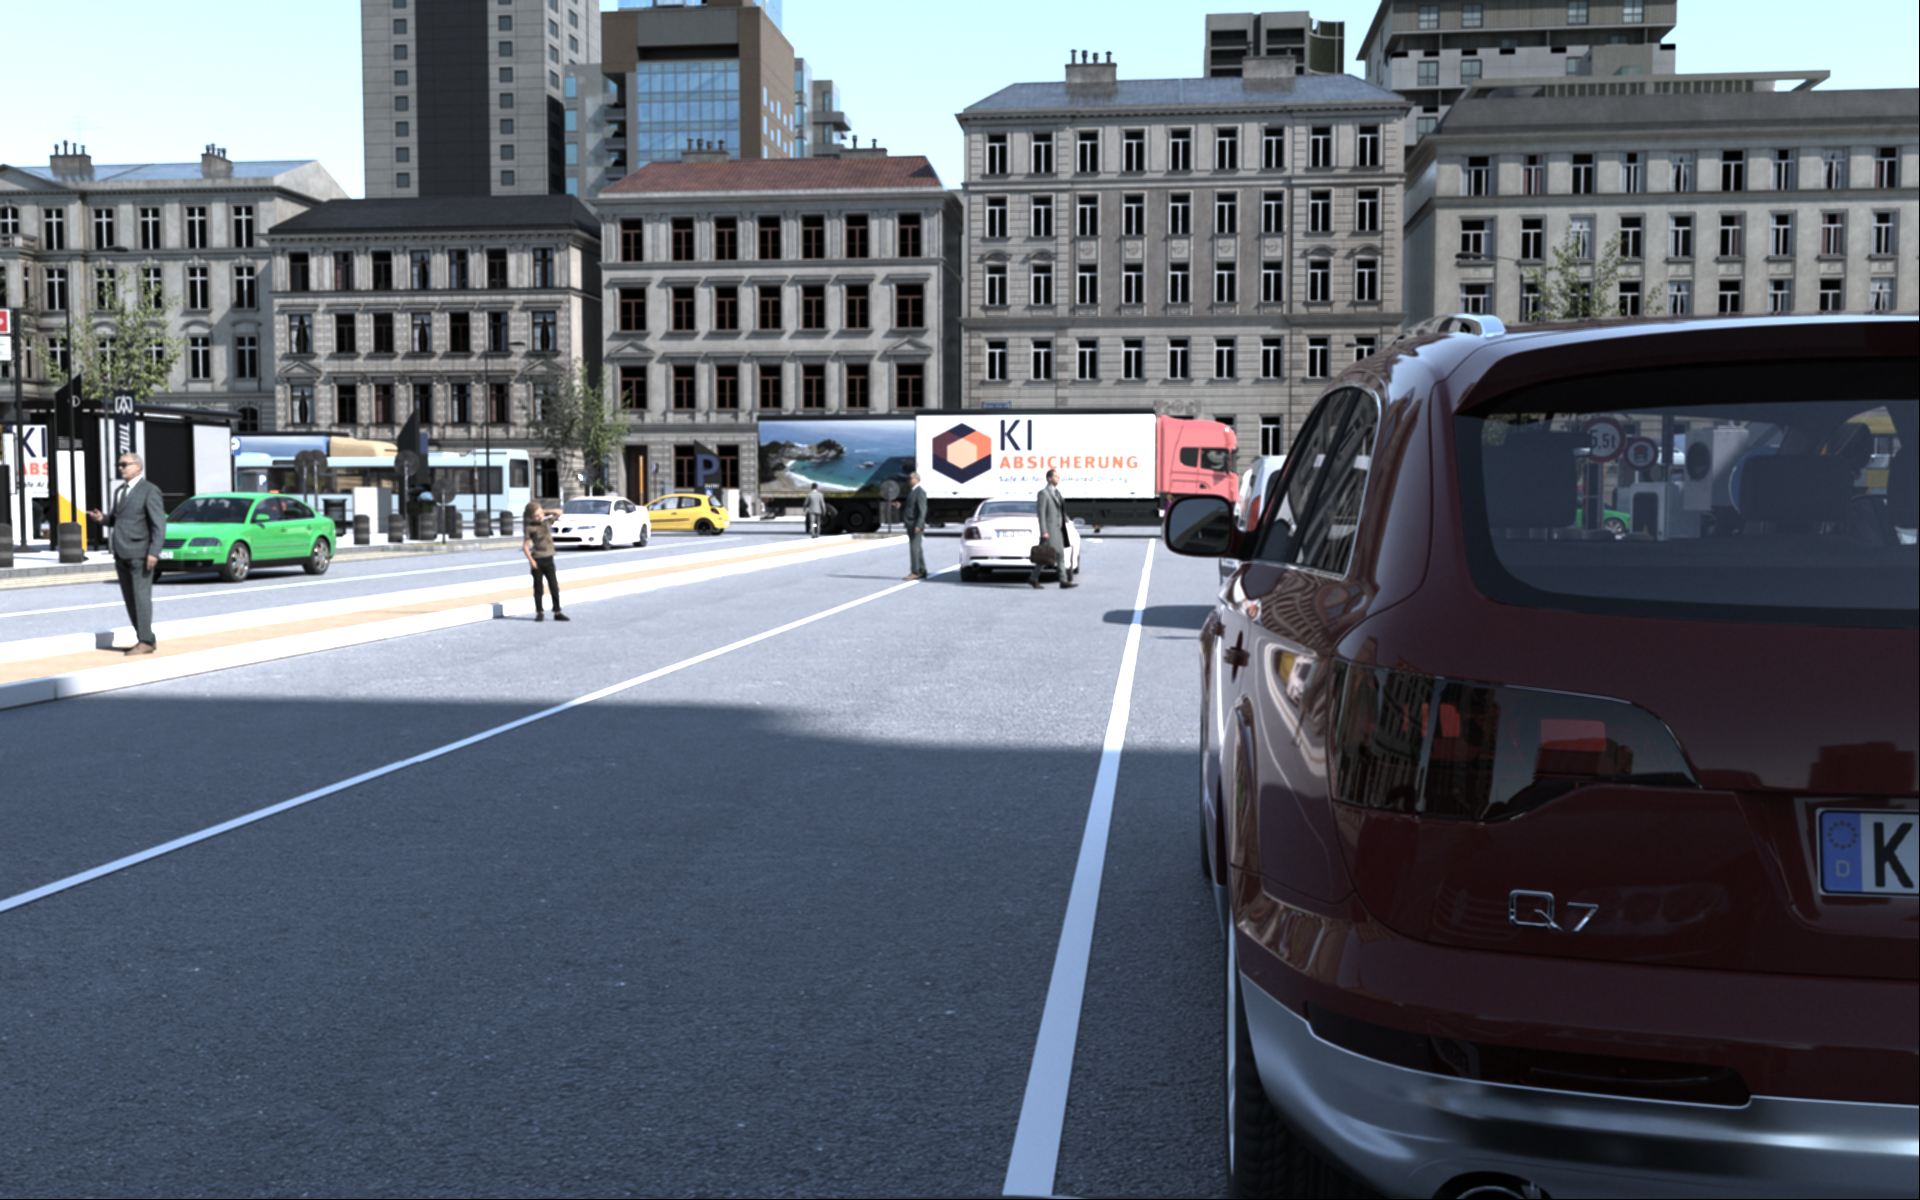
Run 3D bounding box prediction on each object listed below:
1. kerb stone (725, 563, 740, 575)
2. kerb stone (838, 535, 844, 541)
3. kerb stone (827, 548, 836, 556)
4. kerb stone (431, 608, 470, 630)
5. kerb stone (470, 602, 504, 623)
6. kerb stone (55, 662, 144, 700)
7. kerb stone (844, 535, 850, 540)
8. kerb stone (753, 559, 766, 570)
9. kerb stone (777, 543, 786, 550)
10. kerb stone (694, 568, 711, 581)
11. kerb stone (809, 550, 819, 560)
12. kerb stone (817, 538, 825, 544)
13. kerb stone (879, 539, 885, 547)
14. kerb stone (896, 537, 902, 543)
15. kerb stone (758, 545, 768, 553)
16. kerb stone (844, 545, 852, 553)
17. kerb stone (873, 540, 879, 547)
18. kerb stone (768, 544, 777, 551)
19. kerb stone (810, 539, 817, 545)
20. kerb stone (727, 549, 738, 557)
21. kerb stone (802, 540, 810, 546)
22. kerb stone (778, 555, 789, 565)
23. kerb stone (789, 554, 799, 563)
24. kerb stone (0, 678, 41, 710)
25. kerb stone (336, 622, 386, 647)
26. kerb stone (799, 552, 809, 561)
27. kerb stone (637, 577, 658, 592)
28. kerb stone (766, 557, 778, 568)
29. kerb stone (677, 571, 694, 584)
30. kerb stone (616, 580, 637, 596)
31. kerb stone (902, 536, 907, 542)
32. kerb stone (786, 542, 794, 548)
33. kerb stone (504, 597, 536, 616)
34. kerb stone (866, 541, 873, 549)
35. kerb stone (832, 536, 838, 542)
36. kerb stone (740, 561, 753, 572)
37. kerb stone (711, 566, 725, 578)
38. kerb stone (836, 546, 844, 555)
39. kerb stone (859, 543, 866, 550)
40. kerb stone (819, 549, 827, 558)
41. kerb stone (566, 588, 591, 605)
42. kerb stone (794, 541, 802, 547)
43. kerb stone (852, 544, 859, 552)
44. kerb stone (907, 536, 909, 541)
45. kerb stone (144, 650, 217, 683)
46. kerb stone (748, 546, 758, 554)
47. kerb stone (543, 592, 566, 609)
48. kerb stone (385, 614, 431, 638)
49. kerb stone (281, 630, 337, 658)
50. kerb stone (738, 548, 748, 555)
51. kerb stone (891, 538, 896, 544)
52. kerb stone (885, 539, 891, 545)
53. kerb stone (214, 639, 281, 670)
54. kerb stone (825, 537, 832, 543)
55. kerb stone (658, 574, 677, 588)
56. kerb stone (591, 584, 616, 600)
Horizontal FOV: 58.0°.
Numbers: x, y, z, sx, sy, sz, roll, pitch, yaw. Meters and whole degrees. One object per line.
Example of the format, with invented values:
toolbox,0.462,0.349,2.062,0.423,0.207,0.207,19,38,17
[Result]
kerb stone,-4.160,-0.535,30.949,0.120,0.150,1.000,0,4,7
kerb stone,-3.749,-1.859,52.636,0.120,0.150,1.000,0,4,7
kerb stone,-3.084,-1.097,40.139,0.120,0.150,1.000,0,4,7
kerb stone,-5.580,0.214,18.700,0.120,0.150,1.000,0,4,7
kerb stone,-5.464,0.151,19.719,0.120,0.150,1.000,0,4,7
kerb stone,-6.289,0.589,12.570,0.120,0.150,1.000,0,4,7
kerb stone,-3.625,-1.924,53.659,0.120,0.150,1.000,0,4,7
kerb stone,-3.916,-0.661,33.002,0.120,0.150,1.000,0,4,7
kerb stone,-4.697,-1.361,44.464,0.120,0.150,1.000,0,4,7
kerb stone,-4.390,-0.409,28.898,0.120,0.150,1.000,0,4,7
kerb stone,-3.319,-0.973,38.096,0.120,0.150,1.000,0,4,7
kerb stone,-4.106,-1.675,49.575,0.120,0.150,1.000,0,4,7
kerb stone,-2.261,-1.534,47.282,0.120,0.150,1.000,0,4,7
kerb stone,-1.906,-1.721,50.339,0.120,0.150,1.000,0,4,7
kerb stone,-4.932,-1.235,42.419,0.120,0.150,1.000,0,4,7
kerb stone,-2.848,-1.220,42.176,0.120,0.150,1.000,0,4,7
kerb stone,-2.377,-1.472,46.263,0.120,0.150,1.000,0,4,7
kerb stone,-4.820,-1.299,43.439,0.120,0.150,1.000,0,4,7
kerb stone,-4.225,-1.611,48.543,0.120,0.150,1.000,0,4,7
kerb stone,-5.292,-1.050,39.357,0.120,0.150,1.000,0,4,7
kerb stone,-4.341,-1.549,47.524,0.120,0.150,1.000,0,4,7
kerb stone,-3.679,-0.784,35.040,0.120,0.150,1.000,0,4,7
kerb stone,-3.563,-0.844,36.060,0.120,0.150,1.000,0,4,7
kerb stone,-6.416,0.651,11.552,0.120,0.150,1.000,0,4,7
kerb stone,-5.823,0.339,16.656,0.120,0.150,1.000,0,4,7
kerb stone,-3.440,-0.903,37.078,0.120,0.150,1.000,0,4,7
kerb stone,-4.745,-0.223,25.841,0.120,0.150,1.000,0,4,7
kerb stone,-3.797,-0.723,34.021,0.120,0.150,1.000,0,4,7
kerb stone,-4.510,-0.347,27.879,0.120,0.150,1.000,0,4,7
kerb stone,-4.869,-0.160,24.823,0.120,0.150,1.000,0,4,7
kerb stone,-1.787,-1.778,51.370,0.120,0.150,1.000,0,4,7
kerb stone,-4.586,-1.424,45.484,0.120,0.150,1.000,0,4,7
kerb stone,-5.340,0.089,20.737,0.120,0.150,1.000,0,4,7
kerb stone,-2.493,-1.406,45.234,0.120,0.150,1.000,0,4,7
kerb stone,-3.864,-1.796,51.617,0.120,0.150,1.000,0,4,7
kerb stone,-4.039,-0.598,31.969,0.120,0.150,1.000,0,4,7
kerb stone,-4.281,-0.472,29.917,0.120,0.150,1.000,0,4,7
kerb stone,-2.969,-1.160,41.158,0.120,0.150,1.000,0,4,7
kerb stone,-2.615,-1.347,44.214,0.120,0.150,1.000,0,4,7
kerb stone,-3.211,-1.033,39.121,0.120,0.150,1.000,0,4,7
kerb stone,-5.108,-0.036,22.783,0.120,0.150,1.000,0,4,7
kerb stone,-4.464,-1.485,46.502,0.120,0.150,1.000,0,4,7
kerb stone,-2.735,-1.284,43.196,0.120,0.150,1.000,0,4,7
kerb stone,-1.665,-1.847,52.388,0.120,0.150,1.000,0,4,7
kerb stone,-6.177,0.530,13.590,0.120,0.150,1.000,0,4,7
kerb stone,-5.054,-1.173,41.398,0.120,0.150,1.000,0,4,7
kerb stone,-5.216,0.030,21.764,0.120,0.150,1.000,0,4,7
kerb stone,-5.695,0.276,17.677,0.120,0.150,1.000,0,4,7
kerb stone,-5.943,0.401,15.637,0.120,0.150,1.000,0,4,7
kerb stone,-5.178,-1.112,40.377,0.120,0.150,1.000,0,4,7
kerb stone,-2.022,-1.659,49.320,0.120,0.150,1.000,0,4,7
kerb stone,-2.141,-1.597,48.301,0.120,0.150,1.000,0,4,7
kerb stone,-6.061,0.463,14.618,0.120,0.150,1.000,0,4,7
kerb stone,-3.978,-1.737,50.593,0.120,0.150,1.000,0,4,7
kerb stone,-4.633,-0.281,26.861,0.120,0.150,1.000,0,4,7
kerb stone,-4.985,-0.098,23.804,0.120,0.150,1.000,0,4,7
